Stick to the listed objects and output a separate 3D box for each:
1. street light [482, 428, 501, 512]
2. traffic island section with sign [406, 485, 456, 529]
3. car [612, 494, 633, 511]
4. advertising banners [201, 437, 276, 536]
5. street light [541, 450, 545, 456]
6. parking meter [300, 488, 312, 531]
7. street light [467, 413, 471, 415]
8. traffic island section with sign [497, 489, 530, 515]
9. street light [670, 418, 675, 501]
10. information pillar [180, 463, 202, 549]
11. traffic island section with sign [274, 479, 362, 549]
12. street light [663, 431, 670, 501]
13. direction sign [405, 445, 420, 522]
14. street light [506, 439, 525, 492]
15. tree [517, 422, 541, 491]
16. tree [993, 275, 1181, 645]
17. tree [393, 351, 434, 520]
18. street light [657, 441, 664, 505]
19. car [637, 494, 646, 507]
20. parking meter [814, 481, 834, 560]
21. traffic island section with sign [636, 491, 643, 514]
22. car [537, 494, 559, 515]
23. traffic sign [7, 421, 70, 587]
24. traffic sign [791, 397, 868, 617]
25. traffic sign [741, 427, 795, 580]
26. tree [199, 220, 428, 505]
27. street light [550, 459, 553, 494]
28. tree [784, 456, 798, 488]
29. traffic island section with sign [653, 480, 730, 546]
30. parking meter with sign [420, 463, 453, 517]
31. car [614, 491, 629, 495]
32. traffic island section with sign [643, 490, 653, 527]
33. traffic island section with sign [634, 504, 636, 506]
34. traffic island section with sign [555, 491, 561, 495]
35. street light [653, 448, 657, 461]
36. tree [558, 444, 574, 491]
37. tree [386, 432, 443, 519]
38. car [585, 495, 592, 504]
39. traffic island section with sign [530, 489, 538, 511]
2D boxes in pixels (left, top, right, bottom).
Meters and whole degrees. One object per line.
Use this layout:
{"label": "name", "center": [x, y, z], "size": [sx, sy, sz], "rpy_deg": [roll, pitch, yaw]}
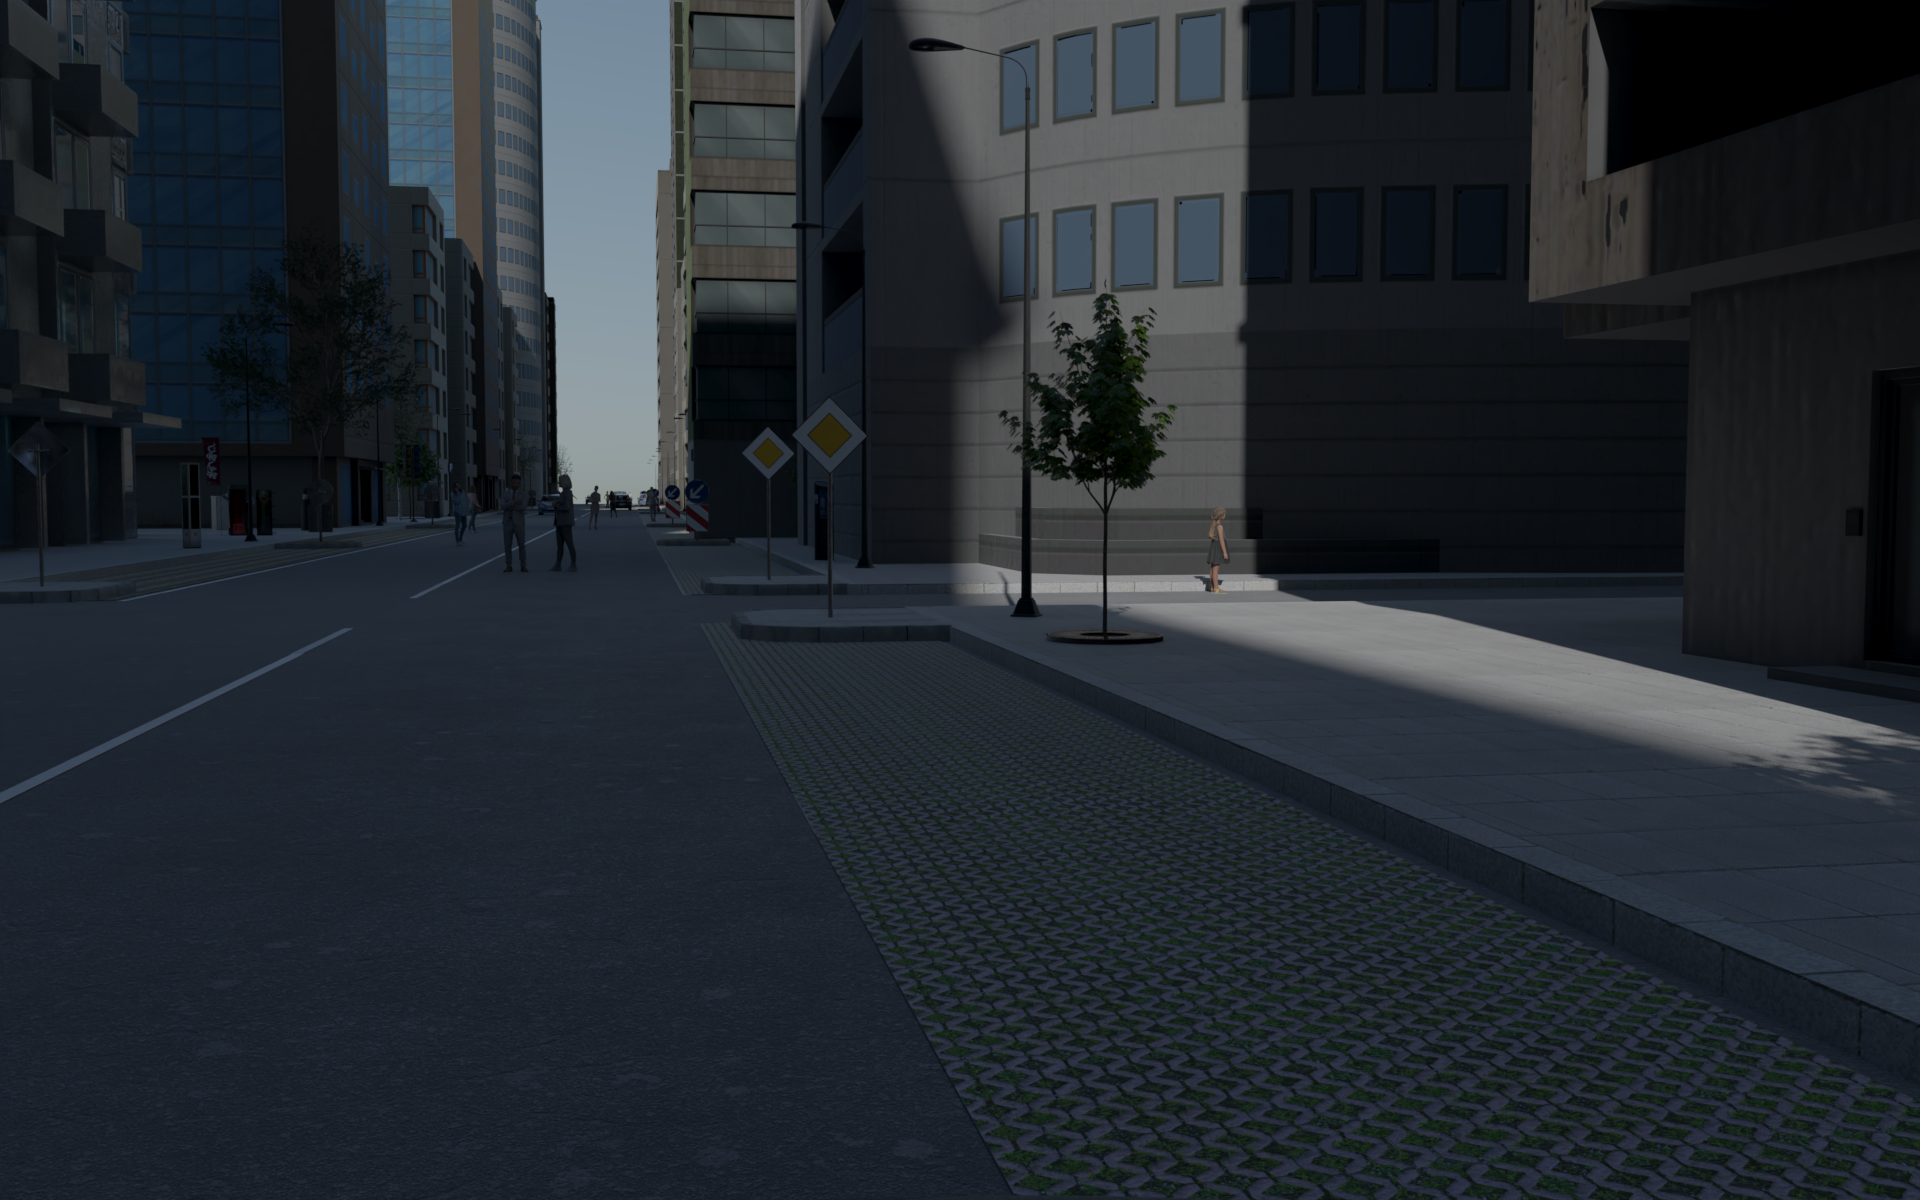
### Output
{"label": "street light", "center": [-33.174, -9.175, 122.553], "size": [1.470, 5.913, 1.316], "rpy_deg": [-1, 4, -11]}
{"label": "traffic island section with sign", "center": [-22.023, -3.898, 72.358], "size": [1.989, 1.847, 2.006], "rpy_deg": [-1, 4, -11]}
{"label": "car", "center": [-29.805, -8.727, 152.479], "size": [2.009, 1.686, 4.222], "rpy_deg": [-1, 4, -12]}
{"label": "advertising banners", "center": [-22.220, -3.496, 53.340], "size": [2.074, 3.025, 0.090], "rpy_deg": [-1, 4, -15]}
{"label": "street light", "center": [-44.188, -12.711, 180.360], "size": [1.470, 5.913, 1.316], "rpy_deg": [-1, 4, -11]}
{"label": "parking meter", "center": [-22.895, -3.197, 60.675], "size": [0.372, 1.533, 0.369], "rpy_deg": [0, 3, 0]}
{"label": "street light", "center": [-28.681, -7.745, 99.172], "size": [1.470, 5.913, 1.316], "rpy_deg": [-1, 4, -11]}
{"label": "traffic island section with sign", "center": [-31.547, -6.938, 122.070], "size": [1.989, 1.847, 2.006], "rpy_deg": [-1, 4, -11]}
{"label": "street light", "center": [-16.611, -8.100, 104.976], "size": [1.470, 5.913, 1.316], "rpy_deg": [-1, 4, -11]}
{"label": "information pillar", "center": [-18.138, -2.224, 40.852], "size": [0.304, 2.012, 0.304], "rpy_deg": [2, 4, 32]}
{"label": "traffic island section with sign", "center": [-16.964, -2.278, 45.880], "size": [1.989, 1.847, 2.006], "rpy_deg": [-1, 4, -11]}
{"label": "street light", "center": [-20.975, -9.520, 128.186], "size": [1.470, 5.913, 1.316], "rpy_deg": [-1, 4, -11]}
{"label": "direction sign", "center": [-25.143, -5.358, 79.596], "size": [0.379, 3.537, 0.876], "rpy_deg": [2, 4, 23]}
{"label": "street light", "center": [-37.487, -10.575, 145.440], "size": [1.470, 5.913, 1.316], "rpy_deg": [-1, 4, -11]}
{"label": "tree", "center": [-43.723, -13.527, 171.527], "size": [4.360, 8.622, 3.978], "rpy_deg": [0, 3, 0]}
{"label": "tree", "center": [1.366, -1.262, 15.239], "size": [1.663, 3.219, 1.824], "rpy_deg": [0, 3, 0]}
{"label": "tree", "center": [-27.445, -8.186, 84.197], "size": [4.360, 8.622, 3.978], "rpy_deg": [0, 3, 0]}
{"label": "street light", "center": [-25.533, -10.958, 151.708], "size": [1.470, 5.913, 1.316], "rpy_deg": [-1, 4, -11]}
{"label": "car", "center": [-34.259, -10.832, 189.105], "size": [2.014, 1.417, 4.499], "rpy_deg": [-1, 4, -12]}
{"label": "parking meter", "center": [-2.636, -1.540, 33.592], "size": [0.372, 1.533, 0.369], "rpy_deg": [0, 3, 0]}
{"label": "traffic island section with sign", "center": [-21.995, -7.062, 124.097], "size": [1.989, 1.847, 2.006], "rpy_deg": [-1, 4, -11]}
{"label": "car", "center": [-27.987, -6.534, 118.828], "size": [2.014, 1.417, 4.499], "rpy_deg": [-1, 4, -11]}
{"label": "traffic sign", "center": [-12.725, -1.242, 23.954], "size": [0.795, 2.450, 0.064], "rpy_deg": [-1, 4, -11]}
{"label": "traffic sign", "center": [-1.353, -0.877, 17.974], "size": [0.795, 2.450, 0.064], "rpy_deg": [-1, 4, -11]}
{"label": "traffic sign", "center": [-2.855, -1.356, 25.817], "size": [0.795, 2.450, 0.064], "rpy_deg": [-1, 4, -11]}
{"label": "tree", "center": [-22.428, -7.683, 60.028], "size": [8.767, 10.594, 7.601], "rpy_deg": [0, 4, 6]}
{"label": "street light", "center": [-48.575, -14.110, 203.233], "size": [1.470, 5.913, 1.316], "rpy_deg": [-1, 4, -11]}
{"label": "tree", "center": [-3.926, -3.337, 49.161], "size": [1.663, 3.219, 1.824], "rpy_deg": [0, 3, 0]}
{"label": "traffic island section with sign", "center": [-7.464, -2.425, 48.281], "size": [1.989, 1.847, 2.006], "rpy_deg": [-1, 4, -11]}
{"label": "parking meter with sign", "center": [-29.403, -6.175, 97.218], "size": [1.738, 3.016, 0.543], "rpy_deg": [0, 4, 3]}
{"label": "car", "center": [-40.991, -12.226, 208.575], "size": [2.281, 1.827, 5.304], "rpy_deg": [-1, 4, -12]}
{"label": "traffic island section with sign", "center": [-12.531, -4.045, 74.758], "size": [1.989, 1.847, 2.006], "rpy_deg": [-1, 4, -11]}
{"label": "traffic island section with sign", "center": [-27.060, -8.683, 150.588], "size": [1.989, 1.847, 2.006], "rpy_deg": [-1, 4, -11]}
{"label": "traffic island section with sign", "center": [-47.130, -11.910, 203.352], "size": [1.989, 1.847, 2.006], "rpy_deg": [-1, 4, -11]}
{"label": "street light", "center": [-31.877, -13.026, 185.517], "size": [1.470, 5.913, 1.316], "rpy_deg": [-1, 4, -11]}
{"label": "tree", "center": [-58.989, -18.610, 254.636], "size": [4.360, 8.622, 3.978], "rpy_deg": [0, 3, 0]}
{"label": "tree", "center": [-28.355, -6.445, 89.085], "size": [4.285, 4.588, 4.351], "rpy_deg": [0, 3, 0]}
{"label": "car", "center": [-51.939, -14.181, 244.432], "size": [1.945, 1.354, 3.894], "rpy_deg": [-1, 4, -9]}
{"label": "traffic island section with sign", "center": [-36.667, -8.571, 148.764], "size": [1.989, 1.847, 2.006], "rpy_deg": [-1, 4, -11]}
